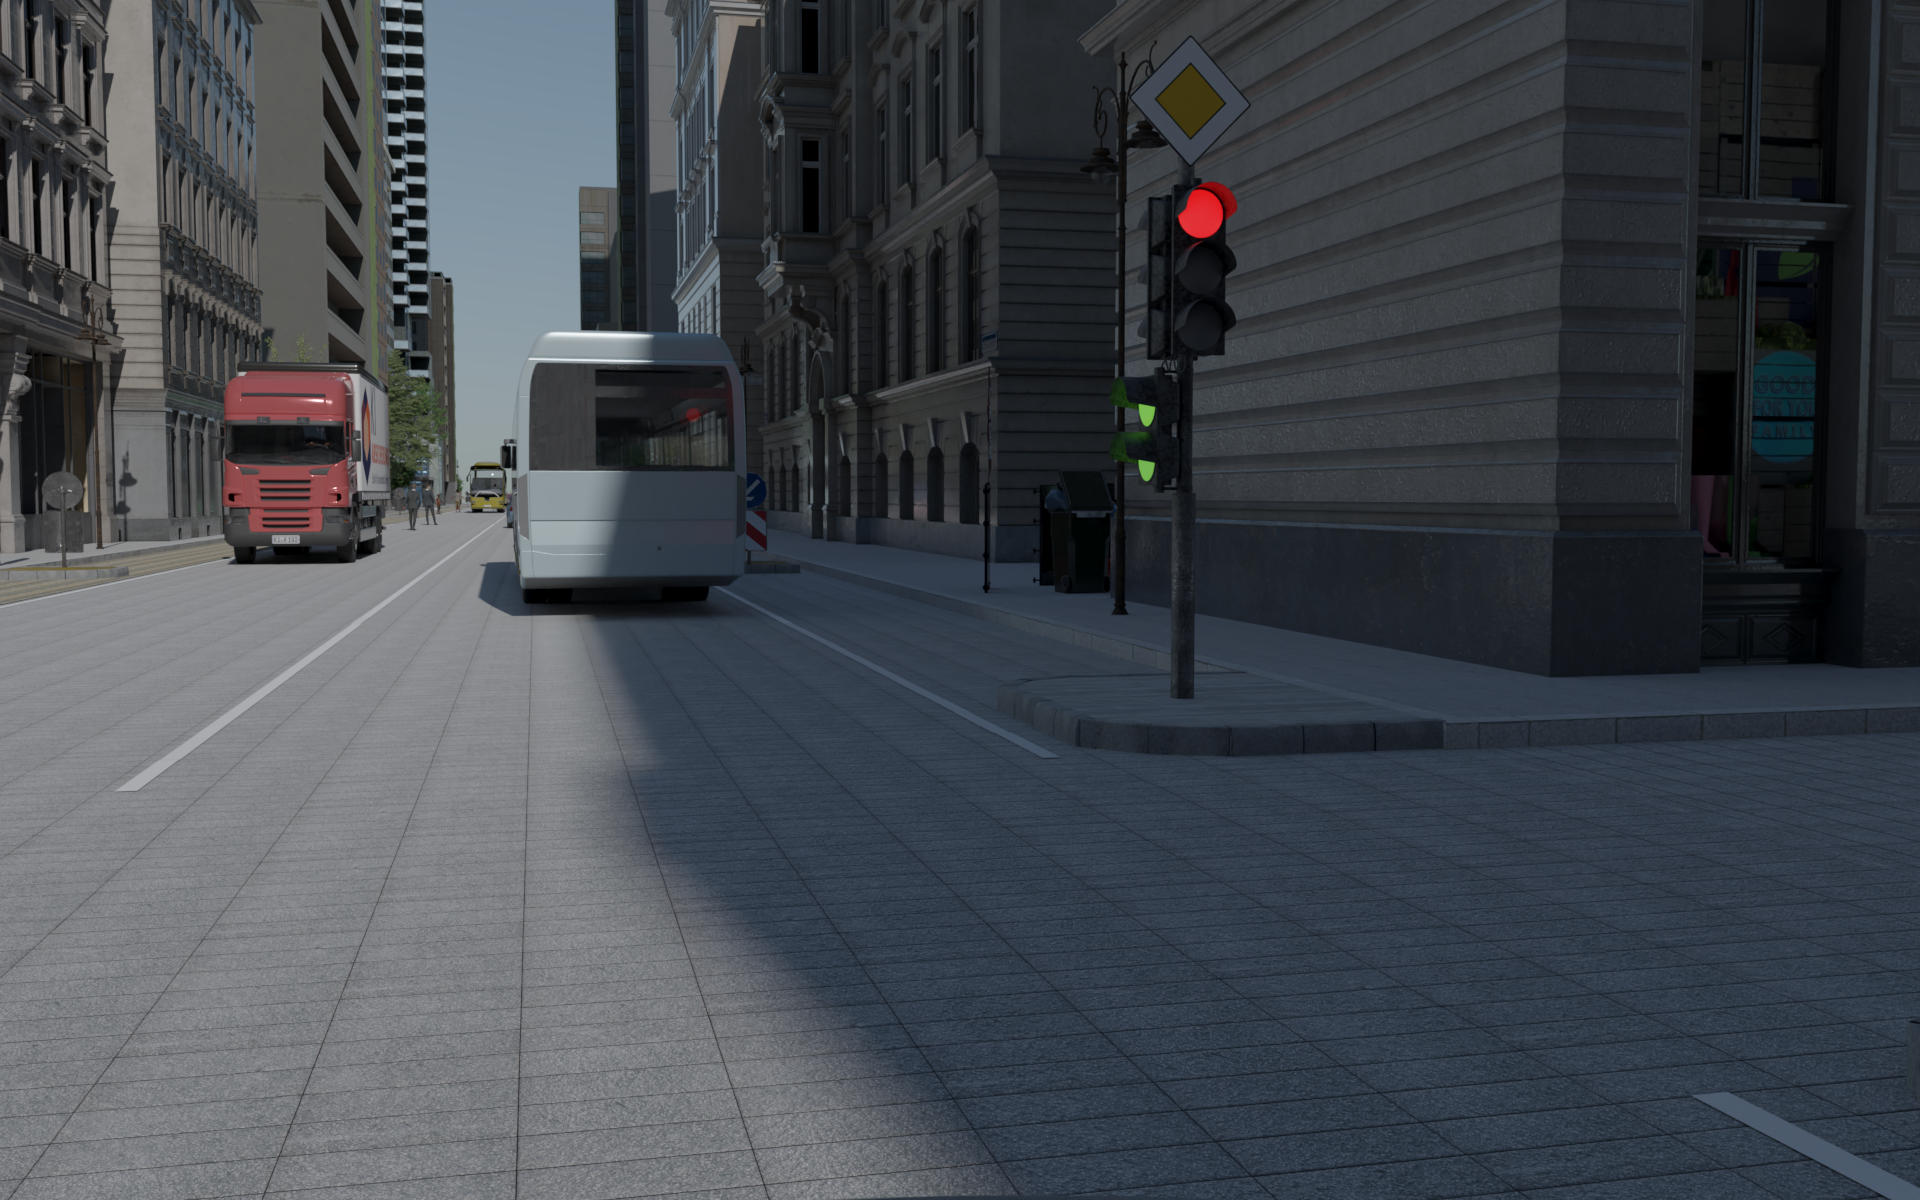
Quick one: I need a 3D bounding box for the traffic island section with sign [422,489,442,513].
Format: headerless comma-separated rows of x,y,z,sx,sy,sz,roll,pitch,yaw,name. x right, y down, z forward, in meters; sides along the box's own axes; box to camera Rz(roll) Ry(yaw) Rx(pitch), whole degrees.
-40.314,-7.498,131.224,1.989,1.847,2.006,-1,4,-14,traffic island section with sign

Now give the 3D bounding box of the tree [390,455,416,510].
-46.226,-9.693,142.186,4.285,4.588,4.351,0,3,0,tree

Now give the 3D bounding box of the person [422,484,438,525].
-24.484,-4.410,79.960,0.648,1.900,0.474,0,4,6,person

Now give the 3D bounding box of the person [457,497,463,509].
-46.604,-9.288,161.078,1.217,1.735,0.721,3,5,43,person

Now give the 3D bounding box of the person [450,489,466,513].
-38.929,-7.693,134.276,1.348,1.824,0.705,1,4,13,person

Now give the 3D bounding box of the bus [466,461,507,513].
-36.464,-8.714,134.015,2.896,3.916,12.252,-1,4,-14,bus

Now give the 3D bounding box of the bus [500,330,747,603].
-5.391,-1.907,26.037,2.948,3.499,13.247,-1,4,-15,bus

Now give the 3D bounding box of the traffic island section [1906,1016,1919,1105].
3.323,1.169,3.160,2.009,0.180,2.903,-1,4,-14,traffic island section

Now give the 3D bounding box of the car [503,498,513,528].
-18.398,-3.773,73.684,2.014,1.417,4.499,-1,4,-15,car

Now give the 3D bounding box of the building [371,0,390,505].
-47.592,-28.716,119.625,14.600,45.320,14.200,-1,4,-14,building

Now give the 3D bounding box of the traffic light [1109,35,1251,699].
1.382,-1.338,10.792,0.839,4.253,0.868,-1,4,-14,traffic light

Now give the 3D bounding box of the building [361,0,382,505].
-43.790,-25.844,106.145,14.154,41.232,14.086,-1,4,-14,building

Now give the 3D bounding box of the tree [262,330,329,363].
-30.179,-7.819,78.195,4.737,8.622,4.395,0,3,0,tree

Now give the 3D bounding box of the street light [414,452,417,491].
-46.299,-10.661,147.096,0.468,5.910,1.993,-1,4,-14,street light

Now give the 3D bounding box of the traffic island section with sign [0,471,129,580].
-15.430,-1.285,29.645,1.989,1.847,2.006,-1,4,-14,traffic island section with sign

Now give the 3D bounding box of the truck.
-14.581,-3.068,39.078,2.839,4.237,11.283,-1,4,-14,truck

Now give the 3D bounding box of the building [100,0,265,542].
-28.058,-12.517,53.810,9.793,20.994,18.267,-1,4,-14,building

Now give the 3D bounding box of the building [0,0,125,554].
-21.945,-10.655,25.124,10.553,20.767,40.483,-1,4,-14,building

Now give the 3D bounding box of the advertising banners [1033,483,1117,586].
1.990,-1.732,24.507,2.074,3.025,0.090,-1,4,-23,advertising banners

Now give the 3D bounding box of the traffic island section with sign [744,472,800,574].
-4.088,-1.429,31.984,1.989,1.847,2.006,-1,4,-14,traffic island section with sign

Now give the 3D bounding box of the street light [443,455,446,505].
-58.330,-13.651,195.982,0.468,5.910,1.993,-1,4,-14,street light

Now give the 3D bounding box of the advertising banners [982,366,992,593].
0.377,-1.655,23.249,0.090,3.025,2.074,0,4,3,advertising banners

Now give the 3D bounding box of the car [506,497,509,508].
-49.370,-10.786,185.394,2.155,1.783,4.494,-1,4,-12,car

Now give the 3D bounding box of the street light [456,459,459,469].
-66.345,-15.663,228.884,0.468,5.910,1.993,-1,4,-14,street light

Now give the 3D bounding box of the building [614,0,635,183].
-19.021,-27.414,131.814,14.154,41.232,14.086,-1,4,-14,building

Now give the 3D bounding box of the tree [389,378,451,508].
-49.159,-14.005,154.729,9.928,11.665,9.643,0,3,0,tree

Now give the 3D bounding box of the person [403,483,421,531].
-21.542,-3.665,68.196,0.659,1.850,0.755,-1,4,-9,person

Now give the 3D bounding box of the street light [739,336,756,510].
-6.285,-4.770,50.776,0.468,5.910,1.993,-1,4,-14,street light

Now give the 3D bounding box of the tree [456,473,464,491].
-68.242,-15.200,232.233,4.285,4.588,4.351,0,3,0,tree

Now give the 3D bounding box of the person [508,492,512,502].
-57.399,-12.952,221.185,0.541,1.710,0.530,0,4,-7,person

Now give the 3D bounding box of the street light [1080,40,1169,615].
1.704,-2.782,18.269,0.468,5.910,1.993,-1,4,-14,street light

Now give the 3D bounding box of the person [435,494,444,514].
-36.631,-6.728,121.758,0.557,1.426,1.065,1,4,14,person

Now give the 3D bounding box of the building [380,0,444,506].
-70.407,-54.007,195.685,22.319,86.520,31.000,-1,4,-14,building

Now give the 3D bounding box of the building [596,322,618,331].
-26.315,-21.204,191.731,27.650,21.520,28.899,-1,4,-14,building

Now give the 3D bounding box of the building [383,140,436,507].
-68.736,-29.197,169.252,32.217,40.220,23.993,-1,4,-14,building

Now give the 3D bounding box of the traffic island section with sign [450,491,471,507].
-53.533,-10.799,185.195,1.989,1.847,2.006,-1,4,-14,traffic island section with sign

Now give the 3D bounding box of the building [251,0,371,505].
-42.554,-28.391,87.889,21.300,48.544,21.600,-1,4,-14,building

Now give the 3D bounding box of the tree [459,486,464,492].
-68.561,-14.774,236.155,1.663,3.219,1.824,0,3,0,tree

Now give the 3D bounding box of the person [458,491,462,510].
-44.070,-8.776,152.779,0.721,1.735,1.217,-2,4,-25,person

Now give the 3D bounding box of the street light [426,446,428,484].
-50.316,-11.665,163.511,0.468,5.910,1.993,-1,4,-14,street light

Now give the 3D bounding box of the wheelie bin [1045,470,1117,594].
1.540,-0.896,22.559,0.980,1.594,0.693,-1,4,-22,wheelie bin

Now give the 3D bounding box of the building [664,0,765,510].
-5.423,-17.745,76.028,13.634,28.700,20.117,-1,4,-14,building

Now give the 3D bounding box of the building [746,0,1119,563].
1.644,-14.061,48.978,14.460,24.649,34.723,-1,4,-14,building

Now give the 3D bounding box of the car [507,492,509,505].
-59.556,-13.223,224.871,2.281,1.827,5.304,-1,4,-12,car

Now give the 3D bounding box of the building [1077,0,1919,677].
11.964,-11.581,18.224,19.941,23.489,11.050,-1,4,-14,building

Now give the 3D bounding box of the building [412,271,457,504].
-71.889,-27.453,220.562,14.160,30.474,14.107,-1,4,-14,building

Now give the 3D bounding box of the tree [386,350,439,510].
-44.692,-13.284,135.321,7.486,12.596,7.792,0,3,0,tree

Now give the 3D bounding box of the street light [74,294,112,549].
-20.062,-4.124,40.221,0.468,5.910,1.993,-1,4,-14,street light

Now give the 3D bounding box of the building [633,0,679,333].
-10.370,-34.842,111.667,21.231,58.520,28.212,-1,4,-14,building

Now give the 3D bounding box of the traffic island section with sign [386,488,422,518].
-33.837,-5.881,104.790,1.989,1.847,2.006,-1,4,-14,traffic island section with sign

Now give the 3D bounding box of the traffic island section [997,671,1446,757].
1.423,0.695,10.916,2.009,0.180,2.903,-1,4,-14,traffic island section

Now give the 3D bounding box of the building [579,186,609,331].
-44.015,-33.636,233.546,14.154,41.232,14.086,-1,4,-14,building
